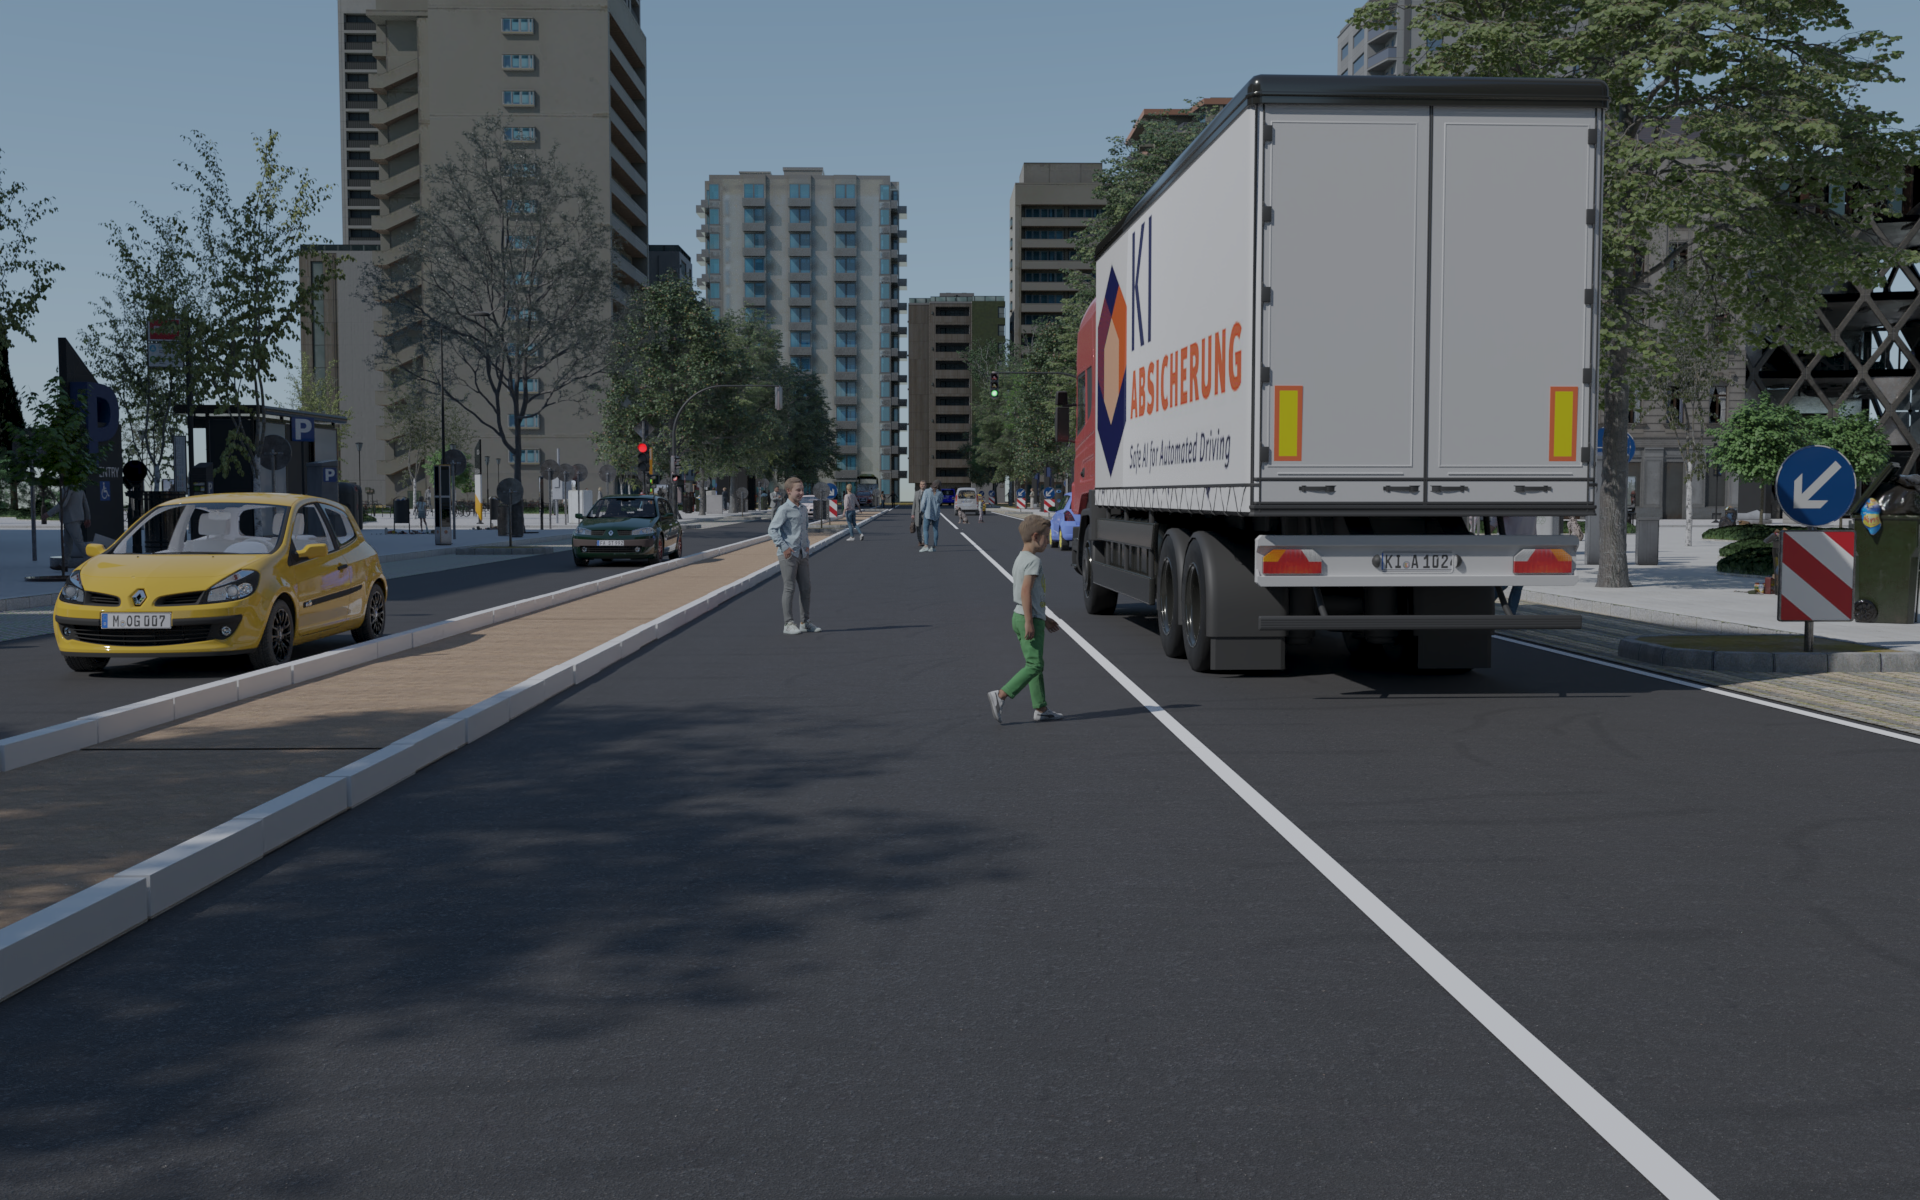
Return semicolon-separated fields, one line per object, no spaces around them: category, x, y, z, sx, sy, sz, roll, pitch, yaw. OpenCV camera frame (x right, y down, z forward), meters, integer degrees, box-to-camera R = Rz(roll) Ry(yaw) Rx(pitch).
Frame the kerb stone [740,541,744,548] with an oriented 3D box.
kerb stone;-5.820;-1.405;45.249;0.120;0.150;1.000;0;4;-1

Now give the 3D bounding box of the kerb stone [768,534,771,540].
kerb stone;-6.008;-1.909;53.454;0.120;0.150;1.000;0;4;-1

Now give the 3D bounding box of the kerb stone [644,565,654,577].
kerb stone;-5.458;-0.460;29.852;0.120;0.150;1.000;0;4;-1

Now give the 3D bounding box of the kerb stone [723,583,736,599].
kerb stone;-3.218;-0.096;23.773;0.120;0.150;1.000;0;4;-1

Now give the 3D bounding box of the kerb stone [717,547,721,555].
kerb stone;-5.702;-1.096;40.115;0.120;0.150;1.000;0;4;-1

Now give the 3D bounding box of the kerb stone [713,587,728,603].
kerb stone;-3.194;-0.033;22.741;0.120;0.150;1.000;0;4;-1

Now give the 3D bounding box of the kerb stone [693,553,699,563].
kerb stone;-5.597;-0.845;36.012;0.120;0.150;1.000;0;4;-1

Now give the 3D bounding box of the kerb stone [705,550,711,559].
kerb stone;-5.645;-0.971;38.070;0.120;0.150;1.000;0;4;-1

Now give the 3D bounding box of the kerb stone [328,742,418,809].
kerb stone;-2.841;0.845;8.378;0.120;0.150;1.000;0;4;-1

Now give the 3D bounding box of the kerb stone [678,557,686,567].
kerb stone;-5.547;-0.720;33.967;0.120;0.150;1.000;0;4;-1

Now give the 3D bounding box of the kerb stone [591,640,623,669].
kerb stone;-2.995;0.472;14.539;0.120;0.150;1.000;0;4;-1

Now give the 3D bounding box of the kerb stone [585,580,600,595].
kerb stone;-5.333;-0.156;24.738;0.120;0.150;1.000;0;4;-1

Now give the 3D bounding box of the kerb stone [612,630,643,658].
kerb stone;-3.015;0.406;15.561;0.120;0.150;1.000;0;4;-1

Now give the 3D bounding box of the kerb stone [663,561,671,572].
kerb stone;-5.507;-0.594;31.911;0.120;0.150;1.000;0;4;-1

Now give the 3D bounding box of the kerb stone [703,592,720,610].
kerb stone;-3.156;0.030;21.709;0.120;0.150;1.000;0;4;-1

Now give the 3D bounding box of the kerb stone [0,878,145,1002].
kerb stone;-2.775;1.035;5.308;0.120;0.150;1.000;0;4;-1

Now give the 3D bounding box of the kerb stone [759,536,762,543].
kerb stone;-5.933;-1.723;50.364;0.120;0.150;1.000;0;4;-1

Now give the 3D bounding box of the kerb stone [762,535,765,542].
kerb stone;-5.952;-1.786;51.388;0.120;0.150;1.000;0;4;-1

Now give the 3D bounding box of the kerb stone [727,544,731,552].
kerb stone;-5.743;-1.220;42.169;0.120;0.150;1.000;0;4;-1

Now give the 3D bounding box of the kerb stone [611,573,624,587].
kerb stone;-5.385;-0.277;26.787;0.120;0.150;1.000;0;4;-1

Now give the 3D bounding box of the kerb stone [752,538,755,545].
kerb stone;-5.891;-1.598;48.320;0.120;0.150;1.000;0;4;-1

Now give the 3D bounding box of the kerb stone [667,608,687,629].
kerb stone;-3.089;0.218;18.636;0.120;0.150;1.000;0;4;-1

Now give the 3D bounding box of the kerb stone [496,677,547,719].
kerb stone;-2.921;0.658;11.469;0.120;0.150;1.000;0;4;-1

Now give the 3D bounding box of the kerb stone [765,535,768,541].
kerb stone;-5.977;-1.849;52.421;0.120;0.150;1.000;0;4;-1

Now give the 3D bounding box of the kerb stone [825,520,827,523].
kerb stone;-6.736;-3.821;84.727;0.120;0.150;1.000;0;4;-1

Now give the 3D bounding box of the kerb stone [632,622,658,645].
kerb stone;-3.051;0.343;16.587;0.120;0.150;1.000;0;4;-1

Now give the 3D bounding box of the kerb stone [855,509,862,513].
kerb stone;-7.946;-6.960;135.995;0.120;0.150;1.000;0;4;-1

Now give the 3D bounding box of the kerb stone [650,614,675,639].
kerb stone;-3.060;0.280;17.614;0.120;0.150;1.000;0;4;-1

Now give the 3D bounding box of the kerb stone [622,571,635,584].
kerb stone;-5.403;-0.343;27.809;0.120;0.150;1.000;0;4;-1

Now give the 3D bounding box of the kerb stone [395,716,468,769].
kerb stone;-2.877;0.783;9.399;0.120;0.150;1.000;0;4;-1

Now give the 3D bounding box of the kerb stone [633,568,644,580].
kerb stone;-5.436;-0.404;28.830;0.120;0.150;1.000;0;4;-1

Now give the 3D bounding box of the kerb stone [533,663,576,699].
kerb stone;-2.949;0.594;12.491;0.120;0.150;1.000;0;4;-1

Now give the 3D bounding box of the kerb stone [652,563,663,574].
kerb stone;-5.481;-0.531;30.882;0.120;0.150;1.000;0;4;-1

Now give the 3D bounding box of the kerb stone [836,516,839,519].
kerb stone;-7.057;-4.640;98.060;0.120;0.150;1.000;0;4;-1

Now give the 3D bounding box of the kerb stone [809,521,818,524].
kerb stone;-6.578;-3.385;77.555;0.120;0.150;1.000;0;4;-1

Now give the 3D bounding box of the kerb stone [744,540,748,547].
kerb stone;-5.838;-1.473;46.274;0.120;0.150;1.000;0;4;-1

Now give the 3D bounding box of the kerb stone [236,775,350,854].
kerb stone;-2.829;0.908;7.352;0.120;0.150;1.000;0;4;-1

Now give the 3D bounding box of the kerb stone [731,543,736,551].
kerb stone;-5.766;-1.285;43.198;0.120;0.150;1.000;0;4;-1

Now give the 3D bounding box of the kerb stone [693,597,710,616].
kerb stone;-3.136;0.095;20.683;0.120;0.150;1.000;0;4;-1

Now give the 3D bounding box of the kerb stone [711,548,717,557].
kerb stone;-5.670;-1.033;39.092;0.120;0.150;1.000;0;4;-1

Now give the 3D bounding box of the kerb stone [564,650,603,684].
kerb stone;-2.961;0.531;13.518;0.120;0.150;1.000;0;4;-1

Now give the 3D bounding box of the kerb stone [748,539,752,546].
kerb stone;-5.867;-1.533;47.296;0.120;0.150;1.000;0;4;-1

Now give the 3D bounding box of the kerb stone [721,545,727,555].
kerb stone;-5.711;-1.157;41.145;0.120;0.150;1.000;0;4;-1

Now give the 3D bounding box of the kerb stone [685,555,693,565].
kerb stone;-5.569;-0.782;34.989;0.120;0.150;1.000;0;4;-1

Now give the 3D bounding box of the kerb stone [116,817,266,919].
kerb stone;-2.798;0.970;6.330;0.120;0.150;1.000;0;4;-1

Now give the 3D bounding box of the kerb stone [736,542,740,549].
kerb stone;-5.794;-1.344;44.222;0.120;0.150;1.000;0;4;-1

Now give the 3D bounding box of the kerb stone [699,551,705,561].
kerb stone;-5.626;-0.907;37.033;0.120;0.150;1.000;0;4;-1

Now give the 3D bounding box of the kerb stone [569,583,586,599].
kerb stone;-5.309;-0.091;23.715;0.120;0.150;1.000;0;4;-1

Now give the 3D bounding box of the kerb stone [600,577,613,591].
kerb stone;-5.349;-0.215;25.766;0.120;0.150;1.000;0;4;-1

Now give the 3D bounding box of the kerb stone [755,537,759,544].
kerb stone;-5.910;-1.660;49.342;0.120;0.150;1.000;0;4;-1

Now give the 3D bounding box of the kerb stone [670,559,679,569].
kerb stone;-5.527;-0.652;32.939;0.120;0.150;1.000;0;4;-1

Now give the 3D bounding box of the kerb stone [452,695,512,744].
kerb stone;-2.893;0.720;10.428;0.120;0.150;1.000;0;4;-1

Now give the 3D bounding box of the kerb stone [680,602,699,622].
kerb stone;-3.110;0.156;19.658;0.120;0.150;1.000;0;4;-1
